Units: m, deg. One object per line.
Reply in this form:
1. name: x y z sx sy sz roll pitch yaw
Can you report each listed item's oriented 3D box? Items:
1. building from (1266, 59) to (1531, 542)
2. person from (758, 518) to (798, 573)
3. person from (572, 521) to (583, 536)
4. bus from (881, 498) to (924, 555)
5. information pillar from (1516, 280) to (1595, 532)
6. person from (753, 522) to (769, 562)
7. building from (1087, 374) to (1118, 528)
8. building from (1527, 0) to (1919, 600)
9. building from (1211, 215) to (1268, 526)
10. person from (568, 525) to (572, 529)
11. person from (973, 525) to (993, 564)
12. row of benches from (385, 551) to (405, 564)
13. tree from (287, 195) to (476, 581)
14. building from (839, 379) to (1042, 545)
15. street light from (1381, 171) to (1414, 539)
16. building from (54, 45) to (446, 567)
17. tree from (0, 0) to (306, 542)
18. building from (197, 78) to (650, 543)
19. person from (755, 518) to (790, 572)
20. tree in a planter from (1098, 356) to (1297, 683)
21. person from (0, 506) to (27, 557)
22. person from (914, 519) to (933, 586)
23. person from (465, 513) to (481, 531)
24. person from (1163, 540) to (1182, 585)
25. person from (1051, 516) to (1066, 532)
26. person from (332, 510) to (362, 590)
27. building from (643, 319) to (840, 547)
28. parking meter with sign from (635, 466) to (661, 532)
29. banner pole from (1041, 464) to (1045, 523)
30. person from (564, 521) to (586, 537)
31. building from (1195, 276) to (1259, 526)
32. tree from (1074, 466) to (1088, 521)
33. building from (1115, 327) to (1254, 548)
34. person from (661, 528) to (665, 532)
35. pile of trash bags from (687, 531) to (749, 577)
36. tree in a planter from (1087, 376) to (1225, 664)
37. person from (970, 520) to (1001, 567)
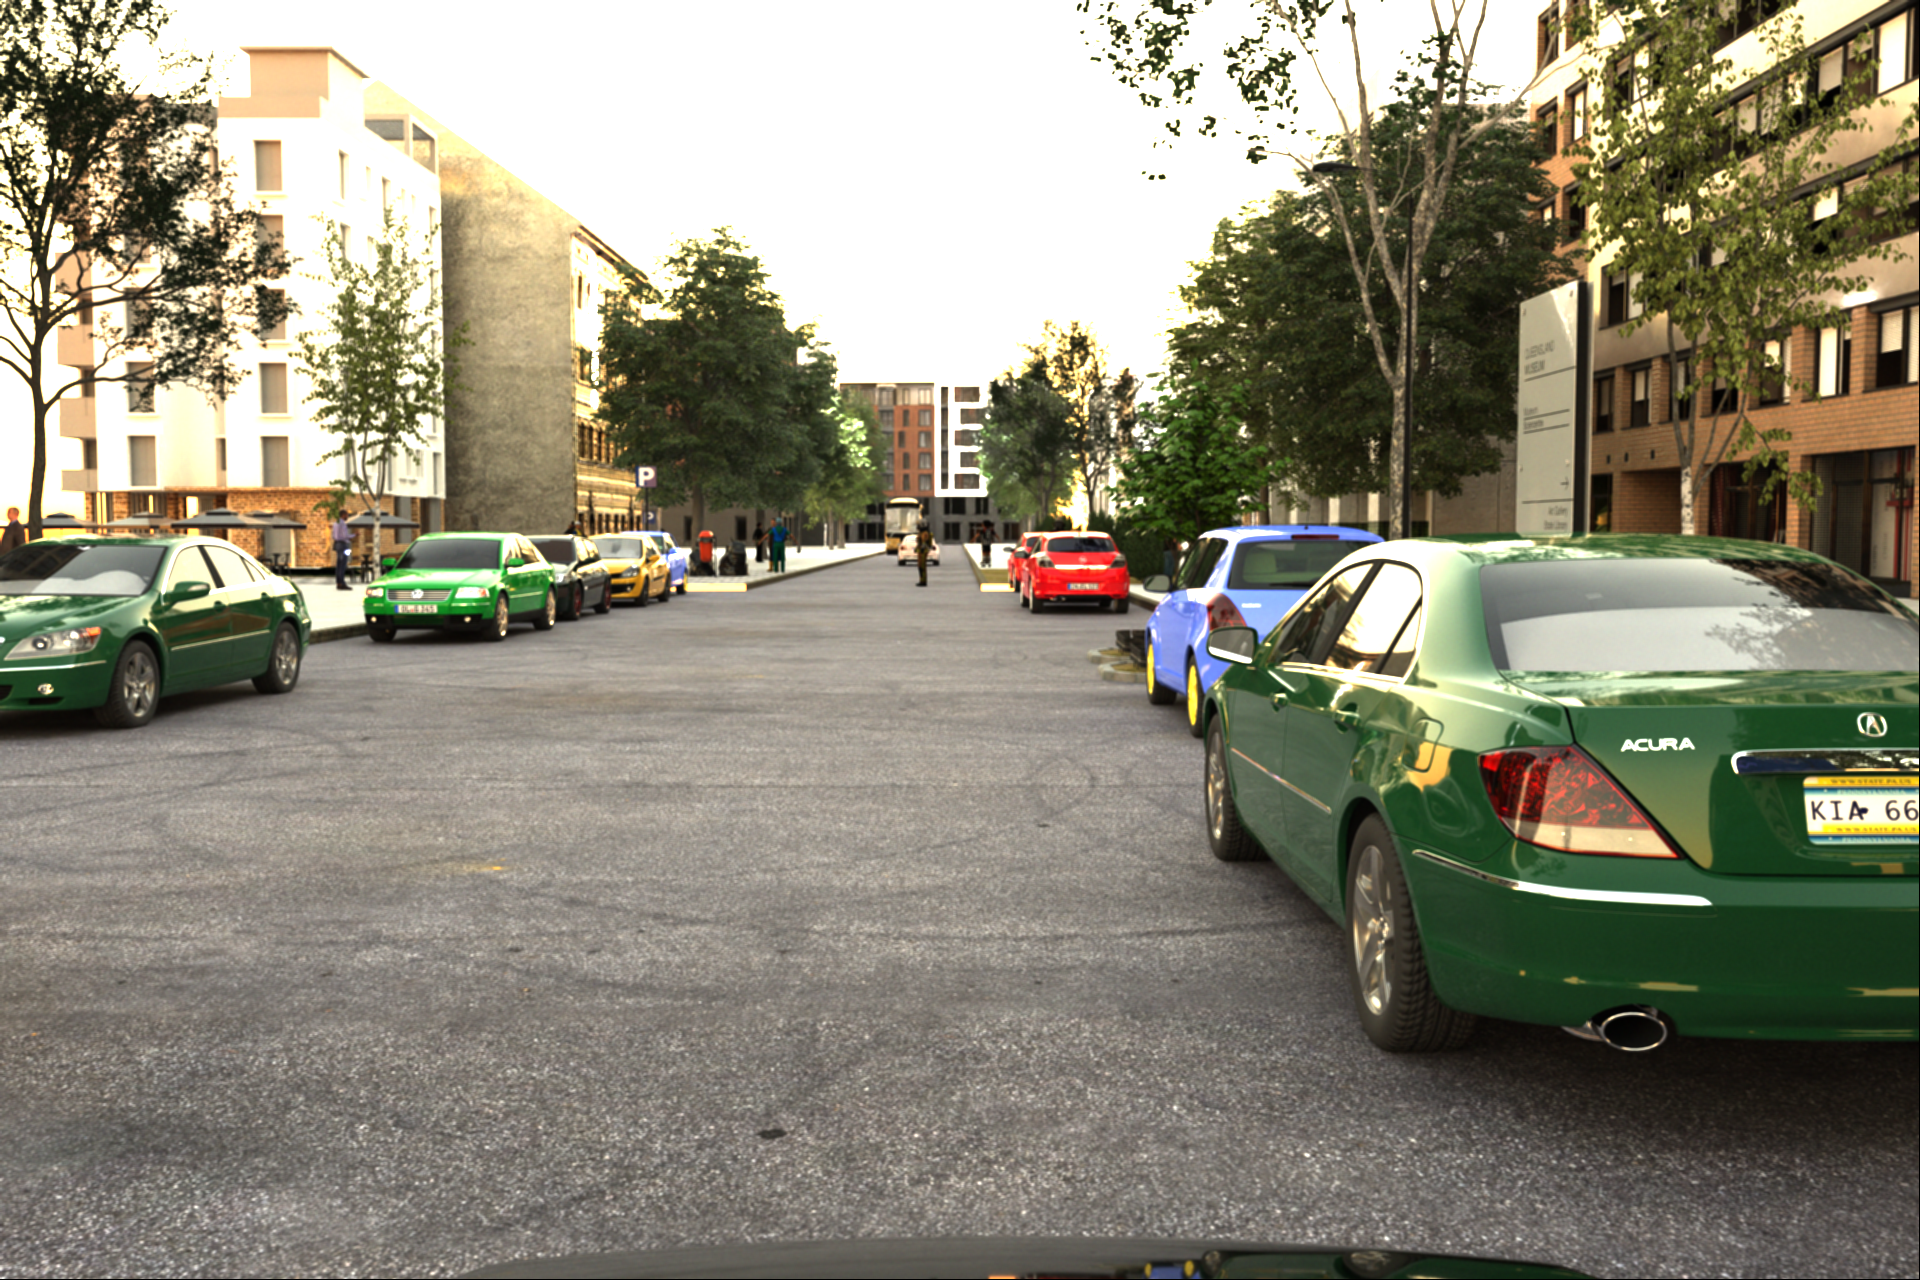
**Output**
1. building: 24.155 -12.652 73.325 16.747 18.905 31.486 0 3 0
2. person: -5.994 -3.128 57.272 1.347 1.817 0.704 -1 4 -17
3. person: -14.468 -3.639 65.968 0.721 1.772 1.216 1 4 14
4. bus: -3.912 -8.057 123.280 2.896 3.916 12.252 0 4 0
5. information pillar: 5.771 -1.564 16.889 0.184 3.620 1.656 0 3 0
6. person: -9.098 -4.437 78.727 0.705 1.806 1.347 -3 4 -37
7. building: 24.300 -20.404 200.056 16.747 18.905 31.486 0 3 0
8. building: 28.332 -13.826 32.631 21.656 26.213 47.522 0 4 0
9. building: 20.252 -15.141 103.970 16.016 20.090 11.380 0 4 0
10. person: -18.896 -4.699 83.635 0.721 1.733 1.217 -1 4 -9
11. person: 1.046 -4.151 74.141 0.705 1.796 1.348 3 4 36
12. row of benches: -18.985 -2.949 63.678 4.104 0.672 1.422 0 4 -2
13. tree: -12.945 -5.388 38.458 4.737 8.622 4.395 0 3 0
14. building: -4.529 -24.135 241.036 32.646 21.610 27.936 0 4 4
15. street light: 6.170 -3.010 21.753 1.470 5.913 1.316 0 3 0
16. building: -29.278 -12.973 68.522 16.016 20.090 11.380 0 4 0
17. tree: -13.198 -5.544 25.050 7.601 10.594 8.767 -2 4 -28
18. building: -27.982 -16.036 93.110 19.493 23.208 18.063 0 4 0
19. person: -6.348 -3.233 58.995 1.346 1.812 0.704 2 4 24
20. tree in a planter: 2.409 -1.234 17.398 1.991 3.239 1.994 0 4 1
21. person: -16.329 -1.421 29.831 0.990 1.755 0.434 3 5 41
22. person: -1.061 -2.409 47.605 0.705 1.858 1.354 -1 4 -9
23. person: -12.370 -2.330 44.228 1.348 1.813 0.705 3 5 42
24. person: 4.834 -2.049 39.713 0.705 1.803 1.348 0 4 -6
25. person: 2.331 -1.995 40.857 1.354 1.856 0.705 1 4 15
26. person: -14.090 -2.076 39.852 0.599 1.838 0.709 -3 5 -42
27. building: -27.660 -20.629 181.251 27.936 21.610 32.646 0 4 0
28. parking meter with sign: -8.055 -3.001 45.327 0.543 3.016 1.738 0 4 -1
29. banner pole: 2.969 -4.402 61.991 0.401 3.779 0.863 0 3 0
30. person: -15.537 -3.877 69.615 1.346 1.802 0.704 -1 4 -21
31. building: 22.501 -16.579 127.491 16.016 20.090 11.380 0 4 0
32. tree: 20.494 -20.142 235.981 9.857 13.997 8.962 0 3 0
33. building: 25.182 -20.613 167.956 19.493 23.208 18.063 0 3 0
34. person: -8.706 -2.612 49.433 1.216 1.740 0.721 -2 4 -35
35. pile of trash bags: -7.467 -2.628 52.724 1.912 1.369 3.447 0 4 1
36. tree in a planter: 2.460 -1.369 19.601 1.991 3.239 1.994 0 4 1
37. person: 1.024 -3.743 67.341 1.345 1.843 0.704 -2 4 -24
